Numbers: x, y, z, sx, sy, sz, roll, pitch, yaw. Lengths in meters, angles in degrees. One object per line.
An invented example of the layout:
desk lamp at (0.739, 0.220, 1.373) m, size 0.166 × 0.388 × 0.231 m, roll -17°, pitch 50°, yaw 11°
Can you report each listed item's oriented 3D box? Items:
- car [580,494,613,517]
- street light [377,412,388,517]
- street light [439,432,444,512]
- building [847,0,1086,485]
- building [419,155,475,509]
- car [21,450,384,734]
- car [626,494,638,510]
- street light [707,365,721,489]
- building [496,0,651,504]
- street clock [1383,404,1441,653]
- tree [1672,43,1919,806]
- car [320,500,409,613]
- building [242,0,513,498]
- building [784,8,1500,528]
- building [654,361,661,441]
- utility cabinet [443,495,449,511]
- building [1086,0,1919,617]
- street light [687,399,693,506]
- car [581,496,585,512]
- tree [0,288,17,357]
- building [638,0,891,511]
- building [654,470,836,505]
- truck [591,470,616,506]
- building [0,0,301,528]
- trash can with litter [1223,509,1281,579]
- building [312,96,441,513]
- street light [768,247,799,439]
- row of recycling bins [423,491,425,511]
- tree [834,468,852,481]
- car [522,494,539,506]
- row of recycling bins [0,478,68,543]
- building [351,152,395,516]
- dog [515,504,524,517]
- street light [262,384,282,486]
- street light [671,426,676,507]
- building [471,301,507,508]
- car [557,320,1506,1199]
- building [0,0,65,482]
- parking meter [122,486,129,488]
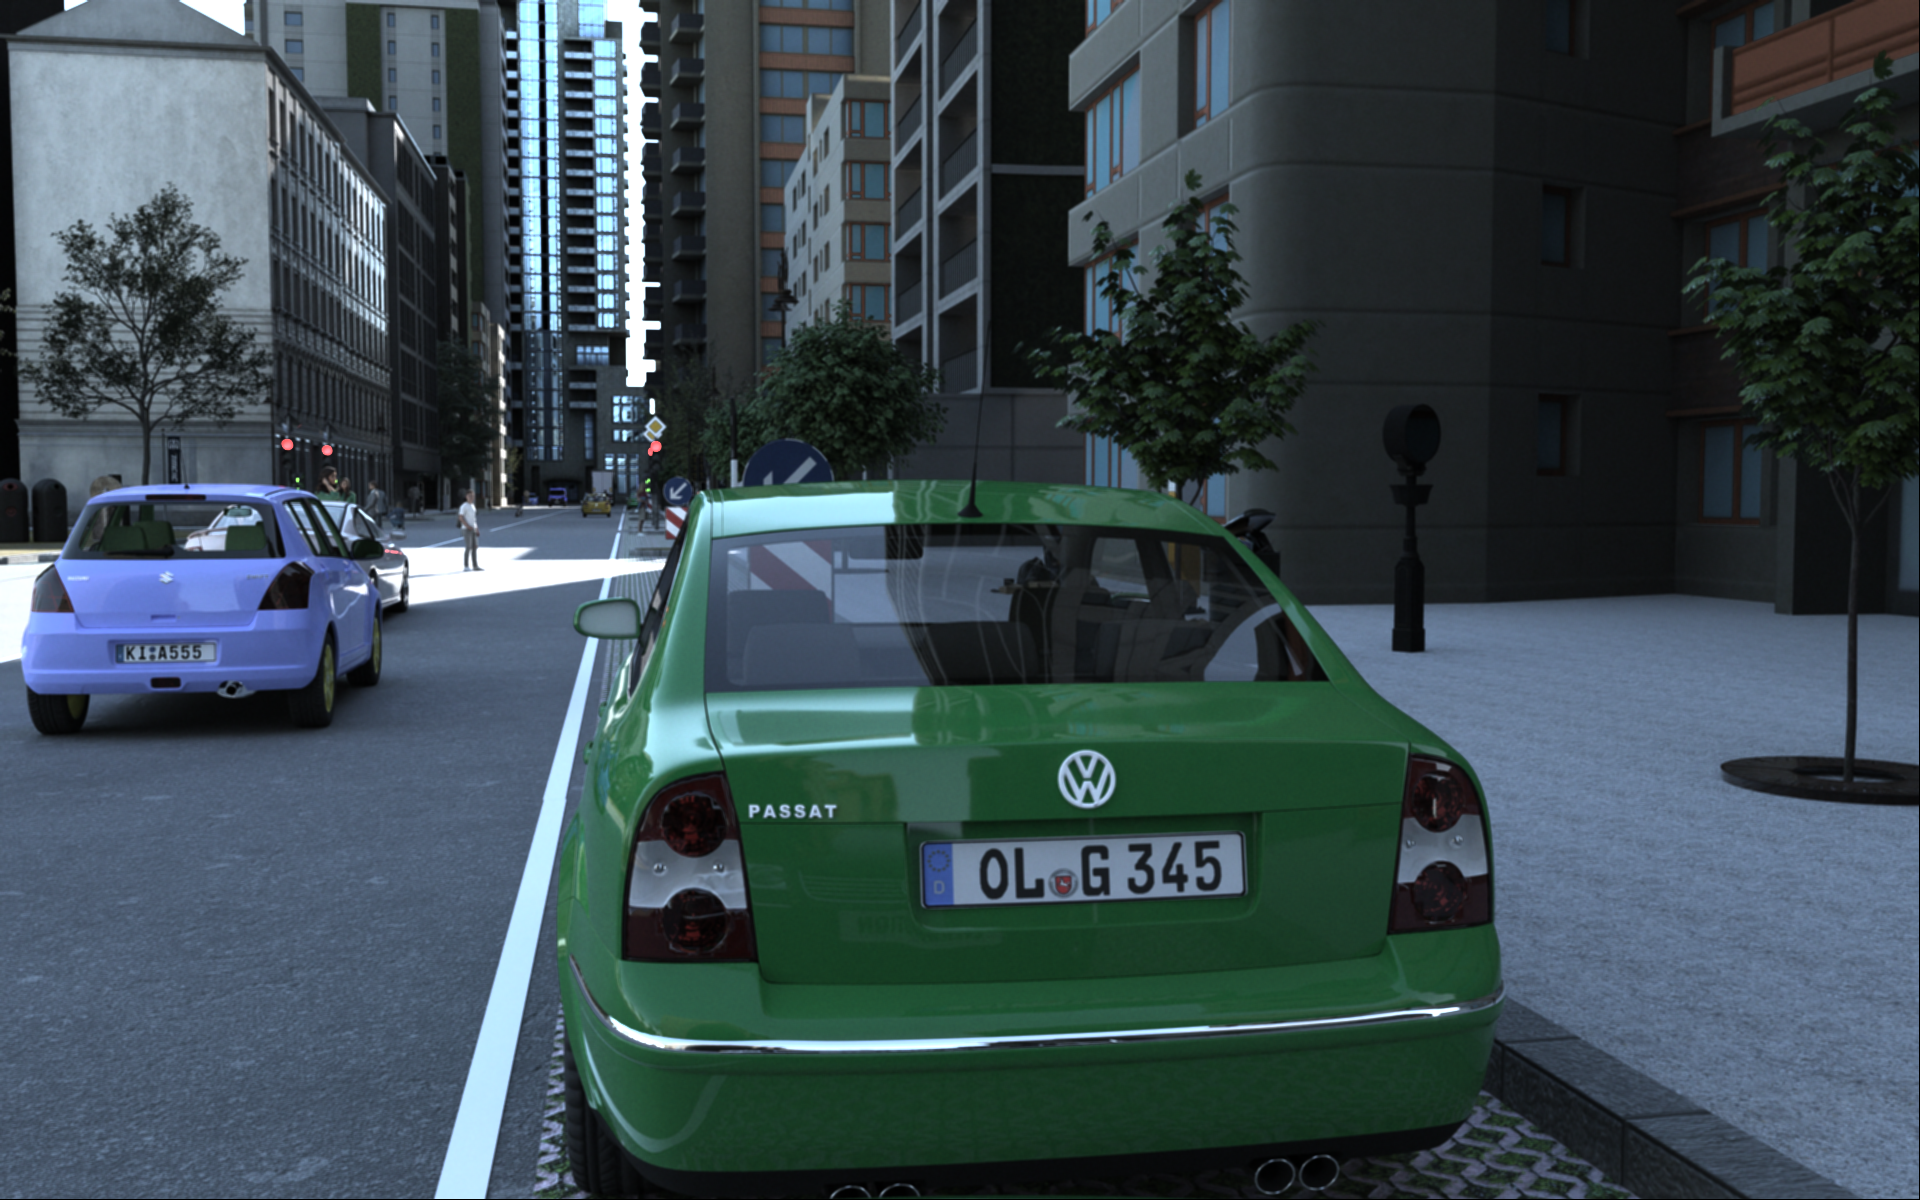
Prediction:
car at (-22.706, -5.995, 108.239) m, size 2.015 × 1.641 × 3.980 m, roll -1°, pitch 4°, yaw -12°
street light at (-32.477, -7.623, 97.422) m, size 0.468 × 5.910 × 1.993 m, roll -1°, pitch 4°, yaw -11°
street light at (-38.001, -9.418, 126.764) m, size 0.468 × 5.910 × 1.993 m, roll -1°, pitch 4°, yaw -11°
building at (7.538, -37.181, 46.168) m, size 20.563 × 71.187 × 20.611 m, roll -1°, pitch 4°, yaw -11°
building at (-49.102, -22.924, 146.503) m, size 14.160 × 30.474 × 14.107 m, roll -1°, pitch 4°, yaw -11°
car at (-4.968, -0.133, 11.760) m, size 1.945 × 1.707 × 3.694 m, roll -1°, pitch 4°, yaw -12°
car at (-29.379, -9.102, 157.605) m, size 1.959 × 1.807 × 4.718 m, roll -1°, pitch 4°, yaw -12°
street light at (-8.794, -5.456, 61.994) m, size 0.468 × 5.910 × 1.993 m, roll -1°, pitch 4°, yaw -11°
building at (-57.762, -56.272, 232.712) m, size 31.000 × 86.520 × 22.319 m, roll -1°, pitch 4°, yaw -11°
street clock at (3.661, -0.582, 14.079) m, size 0.471 × 2.002 × 0.358 m, roll -3°, pitch 4°, yaw -39°
tree at (4.046, -0.788, 7.491) m, size 1.663 × 3.219 × 1.824 m, roll 0°, pitch 3°, yaw 0°
car at (-7.350, -0.432, 19.419) m, size 2.083 × 1.381 × 4.827 m, roll -1°, pitch 4°, yaw -11°
building at (-67.264, -40.360, 201.891) m, size 28.212 × 58.520 × 21.231 m, roll -1°, pitch 4°, yaw -11°
building at (6.829, -14.840, 87.670) m, size 28.899 × 21.520 × 27.650 m, roll -1°, pitch 4°, yaw -11°
building at (-28.096, -24.346, 243.091) m, size 28.899 × 21.520 × 27.650 m, roll -1°, pitch 4°, yaw -11°
utility cabinet at (-39.381, -7.433, 132.698) m, size 0.306 × 1.237 × 1.020 m, roll -1°, pitch 4°, yaw -10°
building at (18.065, -10.481, 16.407) m, size 27.650 × 21.520 × 28.899 m, roll -1°, pitch 4°, yaw -11°
street light at (-13.198, -6.841, 84.636) m, size 0.468 × 5.910 × 1.993 m, roll -1°, pitch 4°, yaw -11°
car at (-29.507, -7.793, 139.414) m, size 2.014 × 1.417 × 4.499 m, roll -1°, pitch 4°, yaw -9°
tree at (-23.991, -5.462, 39.671) m, size 4.360 × 8.622 × 3.978 m, roll 0°, pitch 3°, yaw 0°
building at (-12.923, -29.144, 131.135) m, size 22.147 × 44.769 × 28.867 m, roll -1°, pitch 4°, yaw -11°
building at (-26.742, -47.136, 208.930) m, size 20.563 × 71.187 × 20.611 m, roll -1°, pitch 4°, yaw -11°
truck at (-41.921, -13.135, 203.677) m, size 2.839 × 4.237 × 11.283 m, roll -1°, pitch 4°, yaw -10°
building at (-33.043, -13.829, 75.258) m, size 9.793 × 20.994 × 18.267 m, roll -1°, pitch 4°, yaw -11°
trash can with litter at (1.939, -0.120, 13.346) m, size 0.624 × 1.170 × 1.055 m, roll -3°, pitch 5°, yaw -44°
building at (-42.707, -19.563, 113.362) m, size 14.314 × 27.812 × 24.014 m, roll -1°, pitch 4°, yaw -11°
street light at (-3.323, -3.661, 32.642) m, size 0.468 × 5.910 × 1.993 m, roll -1°, pitch 4°, yaw -11°
row of recycling bins at (-41.740, -7.460, 129.078) m, size 3.534 × 1.692 × 1.069 m, roll -1°, pitch 4°, yaw -18°
tree at (-3.294, -2.887, 41.796) m, size 1.663 × 3.219 × 1.824 m, roll 0°, pitch 3°, yaw 0°
car at (-50.945, -11.980, 205.462) m, size 1.945 × 1.707 × 3.694 m, roll -1°, pitch 4°, yaw -11°
row of recycling bins at (-25.485, -2.352, 45.571) m, size 3.534 × 1.692 × 1.069 m, roll -2°, pitch 4°, yaw -35°
building at (-36.684, -14.922, 93.126) m, size 9.793 × 20.994 × 18.267 m, roll -1°, pitch 4°, yaw -11°
dog at (-27.665, -5.594, 108.297) m, size 0.800 × 0.831 × 0.513 m, roll 0°, pitch 4°, yaw -8°
street light at (-26.901, -5.813, 67.824) m, size 0.468 × 5.910 × 1.993 m, roll -1°, pitch 4°, yaw -11°
street light at (-18.875, -8.664, 114.443) m, size 0.468 × 5.910 × 1.993 m, roll -1°, pitch 4°, yaw -11°
building at (-59.161, -19.706, 167.226) m, size 27.650 × 21.520 × 28.899 m, roll -1°, pitch 4°, yaw -11°
car at (-0.156, 0.230, 5.029) m, size 1.959 × 1.807 × 4.718 m, roll -1°, pitch 4°, yaw -9°
building at (-45.767, -14.633, 68.922) m, size 15.834 × 23.373 × 12.332 m, roll -1°, pitch 4°, yaw -11°
parking meter at (-25.183, -2.673, 52.119) m, size 0.372 × 1.533 × 0.369 m, roll 0°, pitch 3°, yaw 0°
